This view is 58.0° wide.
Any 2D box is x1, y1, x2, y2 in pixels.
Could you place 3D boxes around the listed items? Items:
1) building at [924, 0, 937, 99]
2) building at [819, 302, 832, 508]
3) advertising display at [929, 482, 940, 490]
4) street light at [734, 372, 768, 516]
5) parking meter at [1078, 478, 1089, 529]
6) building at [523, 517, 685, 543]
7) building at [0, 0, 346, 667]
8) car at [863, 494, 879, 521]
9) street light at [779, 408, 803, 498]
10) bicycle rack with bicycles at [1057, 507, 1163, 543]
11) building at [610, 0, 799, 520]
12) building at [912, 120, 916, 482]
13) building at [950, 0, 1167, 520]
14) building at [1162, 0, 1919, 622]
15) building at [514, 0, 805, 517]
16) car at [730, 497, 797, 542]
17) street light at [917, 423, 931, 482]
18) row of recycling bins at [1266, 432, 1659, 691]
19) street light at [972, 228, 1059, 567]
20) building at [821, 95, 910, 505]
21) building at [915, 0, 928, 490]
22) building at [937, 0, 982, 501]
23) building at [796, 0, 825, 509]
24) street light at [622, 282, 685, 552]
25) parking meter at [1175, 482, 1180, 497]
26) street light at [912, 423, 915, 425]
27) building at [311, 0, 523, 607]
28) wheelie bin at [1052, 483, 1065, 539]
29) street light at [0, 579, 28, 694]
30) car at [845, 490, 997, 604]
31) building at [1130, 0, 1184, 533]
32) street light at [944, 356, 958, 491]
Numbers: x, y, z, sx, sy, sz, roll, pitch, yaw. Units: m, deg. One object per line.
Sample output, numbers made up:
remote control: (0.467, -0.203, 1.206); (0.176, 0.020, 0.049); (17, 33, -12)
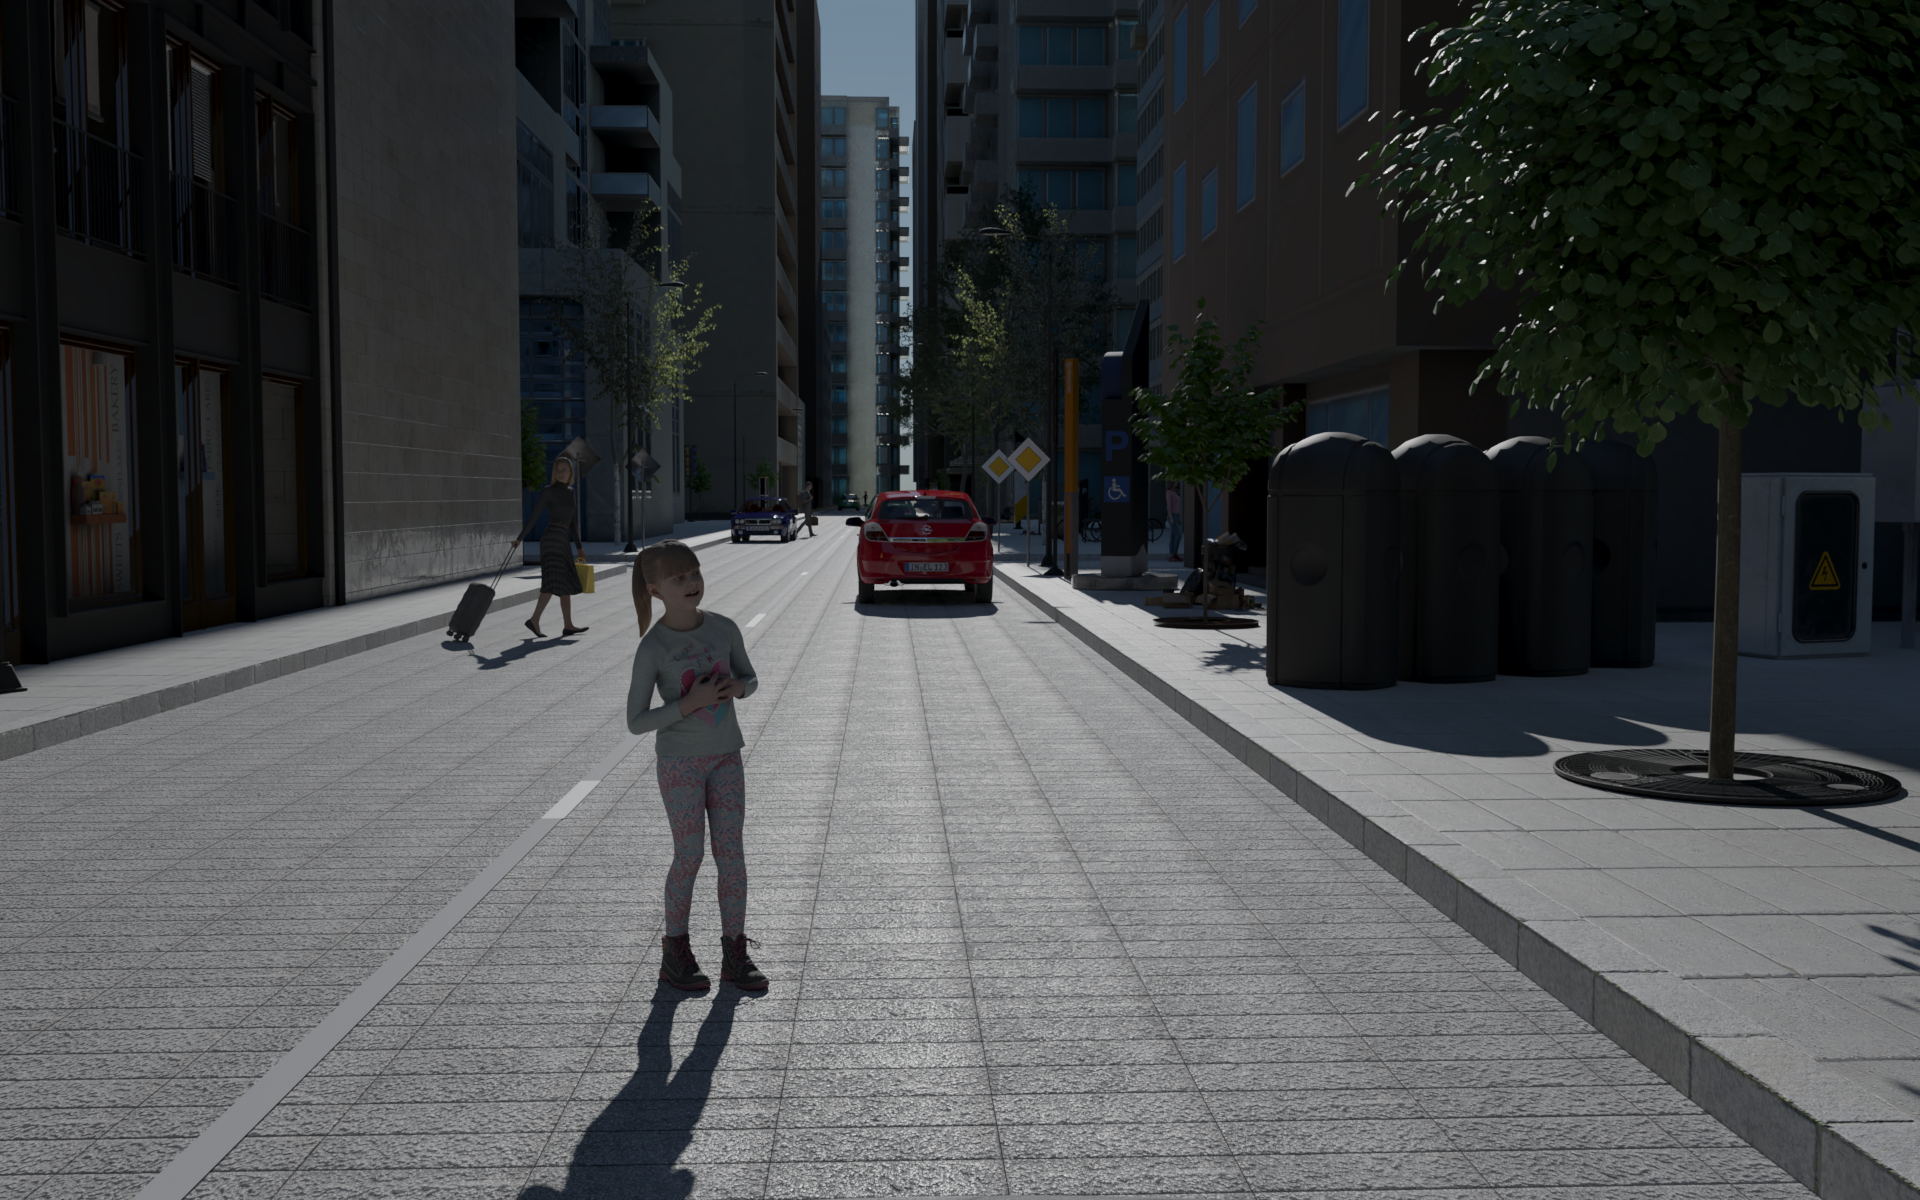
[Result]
building: (3.877, -30.813, 153.908); (14.600, 45.320, 14.200); (0, 4, -2)
building: (-27.904, -20.198, 175.273); (28.899, 21.520, 27.650); (0, 4, -2)
advertising display: (-1.338, -5.227, 90.673); (0.123, 1.923, 0.974); (-2, 4, -29)
street light: (-8.045, -5.730, 66.229); (1.470, 5.913, 1.316); (0, 4, -2)
parking meter: (4.439, -3.494, 62.842); (0.399, 1.863, 0.255); (-2, 4, -25)
building: (-20.690, -45.600, 58.226); (22.319, 86.520, 31.000); (0, 4, -2)
building: (-12.904, -11.100, 11.157); (12.332, 23.373, 15.834); (0, 4, -2)
car: (-2.529, -3.165, 63.539); (2.131, 1.459, 4.920); (0, 4, -1)
street light: (-9.216, -7.425, 93.939); (1.470, 5.913, 1.316); (0, 4, -2)
bicycle rack with bicycles: (4.032, -2.013, 46.289); (2.925, 0.926, 2.852); (0, 4, 3)
building: (-20.063, -28.745, 93.678); (21.300, 48.544, 21.600); (0, 4, -2)
building: (1.623, -33.844, 203.456); (14.200, 45.320, 14.600); (0, 4, -2)
building: (11.607, -29.271, 98.194); (23.786, 49.044, 30.456); (0, 4, -2)
building: (10.776, -22.793, 22.774); (14.600, 45.320, 14.200); (0, 4, -2)
building: (-22.465, -49.763, 126.304); (22.319, 86.520, 31.000); (0, 4, -2)
car: (-5.927, -2.444, 52.540); (1.945, 1.354, 3.894); (0, 4, -1)
street light: (-1.263, -6.906, 85.459); (1.470, 5.913, 1.316); (0, 4, -2)
row of recycling bins: (3.697, -0.319, 12.336); (3.534, 1.692, 1.069); (-2, 4, -32)
street light: (1.029, -3.539, 30.412); (1.470, 5.913, 1.316); (0, 4, -2)
building: (-21.351, -35.947, 207.342); (30.456, 49.044, 23.786); (0, 4, -2)
building: (6.000, -38.717, 175.015); (21.231, 58.520, 28.212); (0, 4, -2)
building: (12.020, -33.252, 132.910); (28.713, 52.752, 27.495); (0, 4, -2)
building: (-19.171, -30.591, 150.280); (14.600, 45.320, 14.200); (0, 4, -2)
street light: (-6.724, -4.007, 38.048); (1.470, 5.913, 1.316); (0, 4, -2)
parking meter: (9.082, -4.104, 72.812); (0.255, 1.863, 0.399); (0, 4, -8)
street light: (-2.460, -8.620, 113.483); (1.470, 5.913, 1.316); (0, 4, -2)
building: (-15.753, -10.342, 23.849); (16.860, 20.320, 10.420); (0, 4, -2)
wheelie bin: (2.874, -2.545, 49.523); (0.980, 1.594, 0.693); (2, 4, 24)
street light: (-5.712, -2.356, 11.067); (1.470, 5.913, 1.316); (0, 4, -2)
car: (-0.530, -0.925, 24.171); (2.155, 1.783, 4.494); (0, 4, -3)
building: (18.508, -22.157, 54.150); (23.993, 40.220, 32.217); (0, 4, -2)
street light: (-0.104, -5.181, 57.248); (1.470, 5.913, 1.316); (0, 4, -2)
